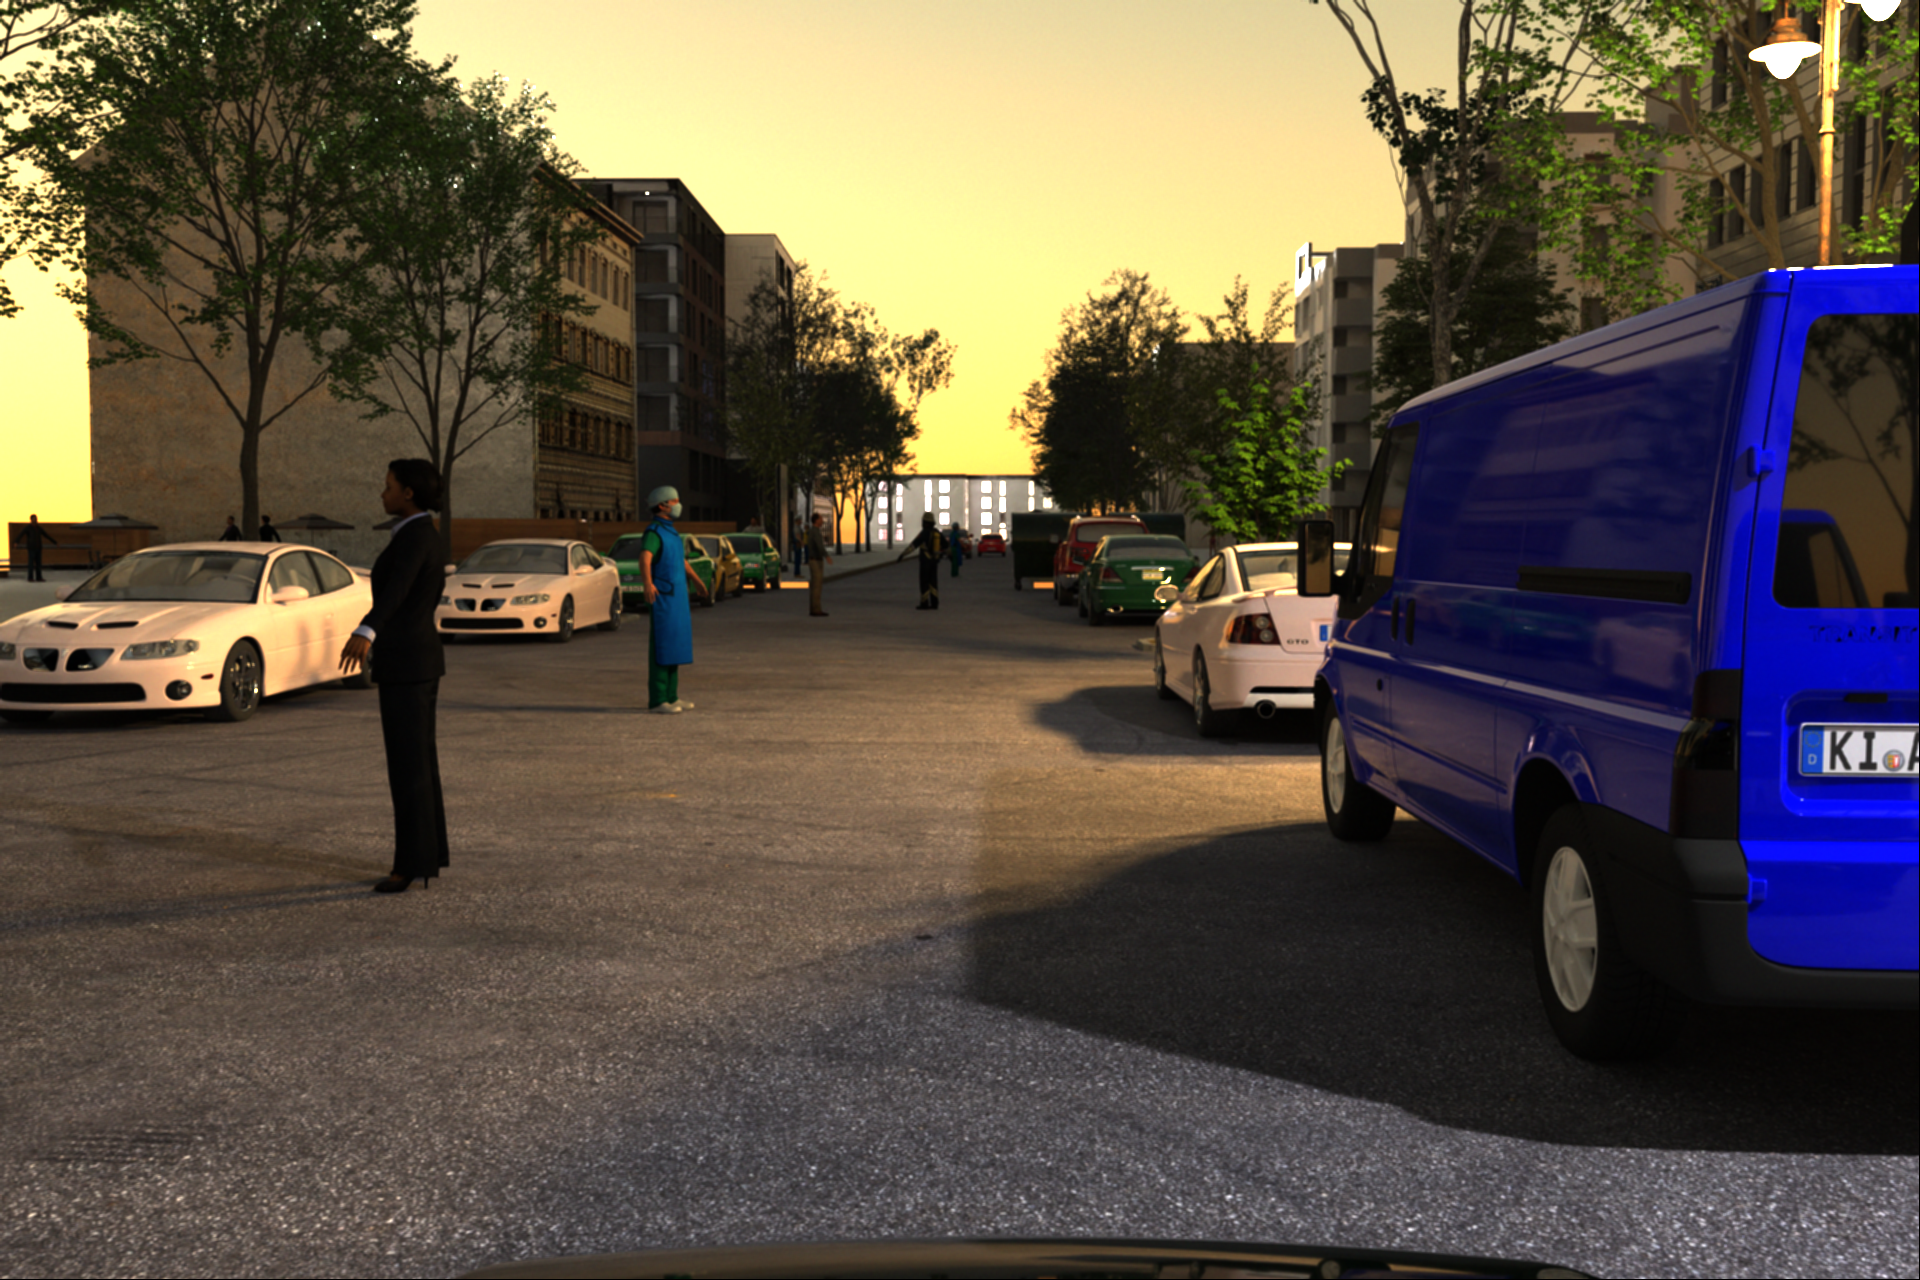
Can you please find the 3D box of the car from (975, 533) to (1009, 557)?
[{"bbox_3d":[2.041,-6.235,110.989,2.155,1.783,4.494,0,4,1],"label":"car"}]

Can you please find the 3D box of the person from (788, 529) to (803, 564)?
[{"bbox_3d":[-7.036,-4.212,75.000,0.704,1.812,1.346,1,4,21],"label":"person"}]

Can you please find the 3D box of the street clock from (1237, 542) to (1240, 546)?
[{"bbox_3d":[6.931,-2.361,43.170,0.358,2.002,0.471,0,4,1],"label":"street clock"}]

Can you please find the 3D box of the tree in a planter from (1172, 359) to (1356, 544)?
[{"bbox_3d":[3.064,-1.254,17.718,1.991,3.239,1.994,0,4,1],"label":"tree in a planter"}]

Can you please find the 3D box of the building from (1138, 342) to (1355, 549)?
[{"bbox_3d":[26.910,-18.460,168.277,16.747,18.905,31.486,0,4,1],"label":"building"}]

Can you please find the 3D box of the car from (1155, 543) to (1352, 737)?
[{"bbox_3d":[2.624,-0.075,13.596,2.083,1.381,4.827,0,4,1],"label":"car"}]

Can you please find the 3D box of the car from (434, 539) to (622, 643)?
[{"bbox_3d":[-6.041,-0.732,24.335,2.083,1.381,4.827,0,4,2],"label":"car"}]

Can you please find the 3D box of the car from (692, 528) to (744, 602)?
[{"bbox_3d":[-5.838,-1.700,38.026,2.015,1.641,3.980,0,4,2],"label":"car"}]

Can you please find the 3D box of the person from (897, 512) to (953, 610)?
[{"bbox_3d":[-0.612,-1.508,32.891,1.354,1.856,0.705,-3,5,-42],"label":"person"}]

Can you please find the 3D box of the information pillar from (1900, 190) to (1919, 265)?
[{"bbox_3d":[5.939,-1.183,10.703,0.183,3.616,0.504,0,4,1],"label":"information pillar"}]

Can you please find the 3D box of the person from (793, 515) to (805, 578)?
[{"bbox_3d":[-4.681,-2.721,50.350,0.705,1.847,1.347,-1,4,-11],"label":"person"}]

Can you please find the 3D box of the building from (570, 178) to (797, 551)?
[{"bbox_3d":[-26.510,-16.648,116.164,27.936,21.610,32.646,0,4,0],"label":"building"}]

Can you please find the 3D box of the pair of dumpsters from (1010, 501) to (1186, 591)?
[{"bbox_3d":[3.503,-2.405,44.269,4.436,2.255,1.574,0,4,1],"label":"pair of dumpsters"}]

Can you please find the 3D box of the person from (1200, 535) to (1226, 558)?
[{"bbox_3d":[12.172,-4.683,83.366,1.217,1.733,0.721,0,4,4],"label":"person"}]

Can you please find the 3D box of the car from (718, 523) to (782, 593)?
[{"bbox_3d":[-5.594,-2.136,43.713,1.959,1.807,4.718,0,4,1],"label":"car"}]

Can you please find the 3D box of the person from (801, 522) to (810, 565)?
[{"bbox_3d":[-6.413,-3.980,71.538,0.721,1.772,1.216,-1,4,-22],"label":"person"}]

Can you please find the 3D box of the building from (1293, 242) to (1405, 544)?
[{"bbox_3d":[27.116,-15.716,113.382,16.016,20.090,11.380,0,4,1],"label":"building"}]

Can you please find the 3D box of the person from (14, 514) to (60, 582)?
[{"bbox_3d":[-24.777,-2.467,46.405,0.705,1.821,1.348,2,4,25],"label":"person"}]

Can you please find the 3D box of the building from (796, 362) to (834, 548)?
[{"bbox_3d":[-22.927,-20.981,173.964,19.493,23.208,18.063,0,4,2],"label":"building"}]

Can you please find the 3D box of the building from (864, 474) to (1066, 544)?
[{"bbox_3d":[1.076,-18.182,241.871,28.070,9.664,9.099,0,4,7],"label":"building"}]

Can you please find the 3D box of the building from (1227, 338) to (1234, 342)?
[{"bbox_3d":[30.704,-22.778,203.350,19.493,23.208,18.063,0,4,1],"label":"building"}]

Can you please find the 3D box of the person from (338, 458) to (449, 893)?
[{"bbox_3d":[-2.310,0.131,7.043,0.721,1.740,1.216,0,4,-6],"label":"person"}]

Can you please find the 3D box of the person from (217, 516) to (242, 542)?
[{"bbox_3d":[-21.199,-2.699,50.352,1.346,1.802,0.704,3,4,36],"label":"person"}]

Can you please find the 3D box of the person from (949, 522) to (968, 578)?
[{"bbox_3d":[-0.113,-2.965,57.069,0.704,1.817,1.347,-2,4,-23],"label":"person"}]

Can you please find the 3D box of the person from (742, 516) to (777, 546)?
[{"bbox_3d":[-5.988,-2.700,50.329,1.347,1.806,0.705,0,4,-5],"label":"person"}]

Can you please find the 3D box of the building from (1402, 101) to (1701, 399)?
[{"bbox_3d":[26.413,-13.810,82.211,16.016,20.090,11.380,0,4,1],"label":"building"}]

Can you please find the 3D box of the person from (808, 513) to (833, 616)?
[{"bbox_3d":[-2.487,-1.321,30.334,0.705,1.796,1.348,-1,4,-17],"label":"person"}]

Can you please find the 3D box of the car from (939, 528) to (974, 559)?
[{"bbox_3d":[-0.339,-5.649,101.041,2.281,1.827,5.304,0,4,2],"label":"car"}]

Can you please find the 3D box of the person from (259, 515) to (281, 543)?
[{"bbox_3d":[-19.293,-2.564,48.103,0.705,1.806,1.347,1,4,21],"label":"person"}]

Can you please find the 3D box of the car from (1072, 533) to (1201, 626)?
[{"bbox_3d":[2.931,-1.014,28.379,2.131,1.459,4.920,0,4,1],"label":"car"}]

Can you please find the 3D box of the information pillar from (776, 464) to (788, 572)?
[{"bbox_3d":[-6.012,-4.108,58.488,0.184,3.620,1.656,0,4,2],"label":"information pillar"}]

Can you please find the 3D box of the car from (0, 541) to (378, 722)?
[{"bbox_3d":[-6.352,-0.144,14.720,2.083,1.381,4.827,0,4,1],"label":"car"}]

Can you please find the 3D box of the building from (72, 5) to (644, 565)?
[{"bbox_3d":[-26.133,-15.198,79.421,19.493,23.208,18.063,0,4,2],"label":"building"}]

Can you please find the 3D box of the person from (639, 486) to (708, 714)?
[{"bbox_3d":[-2.341,-0.328,13.941,0.704,1.817,1.347,1,4,9],"label":"person"}]

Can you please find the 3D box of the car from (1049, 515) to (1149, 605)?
[{"bbox_3d":[3.019,-1.688,36.268,2.281,1.827,5.304,0,4,1],"label":"car"}]

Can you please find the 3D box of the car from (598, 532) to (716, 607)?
[{"bbox_3d":[-5.769,-1.463,32.709,1.959,1.807,4.718,0,4,2],"label":"car"}]
